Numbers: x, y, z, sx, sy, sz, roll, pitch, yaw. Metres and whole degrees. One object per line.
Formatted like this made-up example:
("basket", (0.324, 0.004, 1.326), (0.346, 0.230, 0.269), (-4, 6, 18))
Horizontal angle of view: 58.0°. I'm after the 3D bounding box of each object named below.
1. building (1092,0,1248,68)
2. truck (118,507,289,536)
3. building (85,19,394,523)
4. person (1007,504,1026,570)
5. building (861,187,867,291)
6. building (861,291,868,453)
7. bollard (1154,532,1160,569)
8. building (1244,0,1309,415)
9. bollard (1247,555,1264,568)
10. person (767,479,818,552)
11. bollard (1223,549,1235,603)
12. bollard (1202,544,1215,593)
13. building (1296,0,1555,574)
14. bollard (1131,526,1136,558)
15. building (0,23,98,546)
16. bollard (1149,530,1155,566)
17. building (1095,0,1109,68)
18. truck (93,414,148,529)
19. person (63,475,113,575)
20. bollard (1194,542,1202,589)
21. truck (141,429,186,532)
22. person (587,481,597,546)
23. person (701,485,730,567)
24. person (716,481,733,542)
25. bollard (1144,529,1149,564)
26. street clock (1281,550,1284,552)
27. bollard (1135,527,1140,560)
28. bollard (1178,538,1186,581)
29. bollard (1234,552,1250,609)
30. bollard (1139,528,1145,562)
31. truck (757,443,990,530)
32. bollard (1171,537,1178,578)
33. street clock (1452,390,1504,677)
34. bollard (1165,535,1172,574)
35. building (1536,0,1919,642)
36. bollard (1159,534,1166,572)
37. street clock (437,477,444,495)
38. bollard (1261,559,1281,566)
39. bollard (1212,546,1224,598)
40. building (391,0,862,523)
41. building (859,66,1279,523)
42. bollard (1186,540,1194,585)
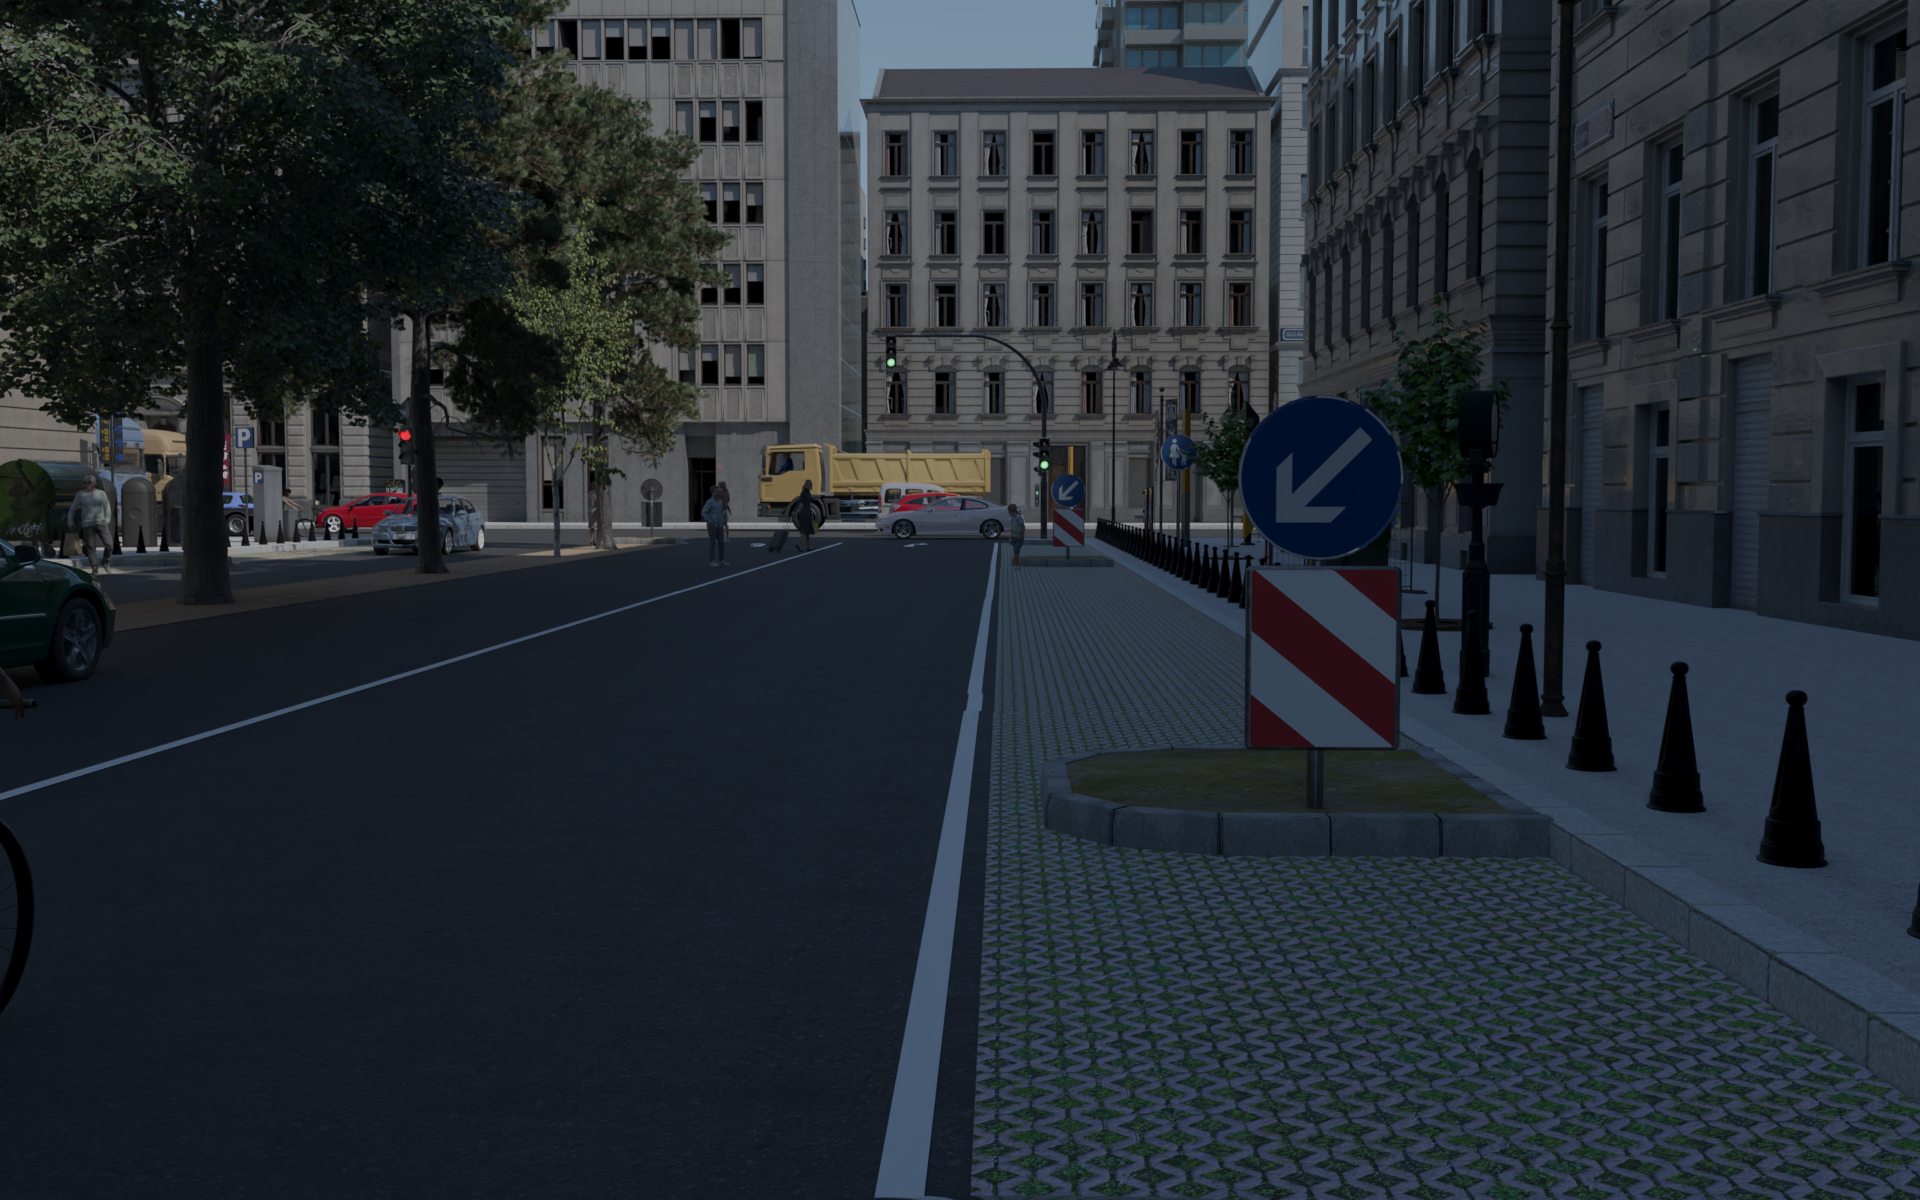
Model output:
("building", (23.458, -32.887, 157.307), (23.786, 49.044, 30.456), (0, 4, 1))
("truck", (-32.782, -4.260, 59.407), (18.799, 4.110, 2.967), (0, 4, 2))
("building", (-35.683, -15.470, 81.809), (19.941, 23.489, 11.050), (0, 4, 1))
("person", (1.054, -1.175, 32.391), (0.352, 1.250, 0.332), (0, 4, 4))
("building", (-24.584, -38.076, 246.242), (21.600, 48.544, 21.300), (0, 4, 1))
("building", (-6.826, -28.811, 242.752), (14.107, 30.474, 14.160), (0, 4, 1))
("bollard", (3.500, -0.838, 29.748), (0.229, 0.601, 0.229), (0, 3, 0))
("building", (28.899, -18.547, 80.741), (29.804, 29.767, 11.434), (0, 4, 1))
("bollard", (3.208, -0.144, 18.394), (0.229, 0.601, 0.229), (0, 3, 0))
("person", (-4.128, -2.102, 43.081), (1.509, 1.804, 0.699), (-3, 4, -39))
("bollard", (3.263, -0.269, 20.447), (0.229, 0.601, 0.229), (0, 3, 0))
("bollard", (3.314, -0.396, 22.522), (0.229, 0.601, 0.229), (0, 3, 0))
("building", (13.313, -11.416, 35.797), (9.793, 20.994, 18.267), (0, 4, 1))
("bollard", (3.623, -1.152, 34.884), (0.229, 0.601, 0.229), (0, 3, 0))
("building", (-34.855, -14.816, 39.503), (25.104, 27.353, 12.463), (0, 4, 1))
("bollard", (3.524, -0.901, 30.774), (0.229, 0.601, 0.229), (0, 3, 0))
("building", (23.469, -53.472, 186.937), (22.319, 86.520, 31.000), (0, 4, 1))
("truck", (-34.382, -3.936, 54.115), (18.799, 4.110, 2.967), (0, 4, 2))
("person", (-15.409, -1.322, 30.597), (0.782, 1.767, 0.515), (-2, 4, -35))
("bollard", (3.344, -0.459, 23.554), (0.229, 0.601, 0.229), (0, 3, 0))
("truck", (-34.083, -4.664, 65.173), (11.283, 4.237, 2.839), (0, 4, 0))
("person", (-9.851, -2.350, 47.286), (0.532, 1.782, 0.716), (-3, 4, -38))
("person", (-4.832, -1.461, 34.206), (0.330, 1.601, 0.589), (3, 5, 45))
("person", (-7.064, -2.637, 51.595), (0.573, 1.828, 0.580), (-1, 4, -13))
("bollard", (3.548, -0.964, 31.800), (0.229, 0.601, 0.229), (0, 3, 0))
("street clock", (7.216, -2.058, 38.224), (0.358, 2.002, 0.471), (-1, 4, -23))
("bollard", (3.599, -1.090, 33.858), (0.229, 0.601, 0.229), (0, 3, 0))
("bollard", (3.390, -0.586, 25.624), (0.229, 0.601, 0.229), (0, 3, 0))
("bollard", (3.233, -0.207, 19.421), (0.229, 0.601, 0.229), (0, 3, 0))
("bollard", (3.571, -1.027, 32.831), (0.229, 0.601, 0.229), (0, 3, 0))
("truck", (-3.746, -4.357, 67.158), (9.791, 3.379, 3.469), (0, 3, 0))
("bollard", (3.416, -0.649, 26.652), (0.229, 0.601, 0.229), (0, 3, 0))
("street clock", (3.634, -0.465, 12.174), (0.358, 2.002, 0.471), (2, 4, 23))
("bollard", (3.447, -0.712, 27.682), (0.229, 0.601, 0.229), (0, 3, 0))
("building", (13.942, -13.185, 12.838), (12.463, 27.353, 25.104), (0, 4, 1))
("bollard", (3.474, -0.775, 28.713), (0.229, 0.601, 0.229), (0, 3, 0))
("street clock", (-22.602, -4.307, 74.982), (0.471, 2.002, 0.358), (-2, 4, -25))
("bollard", (3.180, -0.081, 17.368), (0.229, 0.601, 0.229), (0, 3, 0))
("bollard", (3.289, -0.333, 21.483), (0.229, 0.601, 0.229), (0, 3, 0))
("building", (-15.111, -16.158, 82.203), (19.932, 24.808, 12.078), (0, 4, 1))
("building", (4.849, -14.164, 80.728), (18.267, 20.994, 9.793), (0, 4, 1))
("bollard", (3.368, -0.523, 24.597), (0.229, 0.601, 0.229), (0, 3, 0))
